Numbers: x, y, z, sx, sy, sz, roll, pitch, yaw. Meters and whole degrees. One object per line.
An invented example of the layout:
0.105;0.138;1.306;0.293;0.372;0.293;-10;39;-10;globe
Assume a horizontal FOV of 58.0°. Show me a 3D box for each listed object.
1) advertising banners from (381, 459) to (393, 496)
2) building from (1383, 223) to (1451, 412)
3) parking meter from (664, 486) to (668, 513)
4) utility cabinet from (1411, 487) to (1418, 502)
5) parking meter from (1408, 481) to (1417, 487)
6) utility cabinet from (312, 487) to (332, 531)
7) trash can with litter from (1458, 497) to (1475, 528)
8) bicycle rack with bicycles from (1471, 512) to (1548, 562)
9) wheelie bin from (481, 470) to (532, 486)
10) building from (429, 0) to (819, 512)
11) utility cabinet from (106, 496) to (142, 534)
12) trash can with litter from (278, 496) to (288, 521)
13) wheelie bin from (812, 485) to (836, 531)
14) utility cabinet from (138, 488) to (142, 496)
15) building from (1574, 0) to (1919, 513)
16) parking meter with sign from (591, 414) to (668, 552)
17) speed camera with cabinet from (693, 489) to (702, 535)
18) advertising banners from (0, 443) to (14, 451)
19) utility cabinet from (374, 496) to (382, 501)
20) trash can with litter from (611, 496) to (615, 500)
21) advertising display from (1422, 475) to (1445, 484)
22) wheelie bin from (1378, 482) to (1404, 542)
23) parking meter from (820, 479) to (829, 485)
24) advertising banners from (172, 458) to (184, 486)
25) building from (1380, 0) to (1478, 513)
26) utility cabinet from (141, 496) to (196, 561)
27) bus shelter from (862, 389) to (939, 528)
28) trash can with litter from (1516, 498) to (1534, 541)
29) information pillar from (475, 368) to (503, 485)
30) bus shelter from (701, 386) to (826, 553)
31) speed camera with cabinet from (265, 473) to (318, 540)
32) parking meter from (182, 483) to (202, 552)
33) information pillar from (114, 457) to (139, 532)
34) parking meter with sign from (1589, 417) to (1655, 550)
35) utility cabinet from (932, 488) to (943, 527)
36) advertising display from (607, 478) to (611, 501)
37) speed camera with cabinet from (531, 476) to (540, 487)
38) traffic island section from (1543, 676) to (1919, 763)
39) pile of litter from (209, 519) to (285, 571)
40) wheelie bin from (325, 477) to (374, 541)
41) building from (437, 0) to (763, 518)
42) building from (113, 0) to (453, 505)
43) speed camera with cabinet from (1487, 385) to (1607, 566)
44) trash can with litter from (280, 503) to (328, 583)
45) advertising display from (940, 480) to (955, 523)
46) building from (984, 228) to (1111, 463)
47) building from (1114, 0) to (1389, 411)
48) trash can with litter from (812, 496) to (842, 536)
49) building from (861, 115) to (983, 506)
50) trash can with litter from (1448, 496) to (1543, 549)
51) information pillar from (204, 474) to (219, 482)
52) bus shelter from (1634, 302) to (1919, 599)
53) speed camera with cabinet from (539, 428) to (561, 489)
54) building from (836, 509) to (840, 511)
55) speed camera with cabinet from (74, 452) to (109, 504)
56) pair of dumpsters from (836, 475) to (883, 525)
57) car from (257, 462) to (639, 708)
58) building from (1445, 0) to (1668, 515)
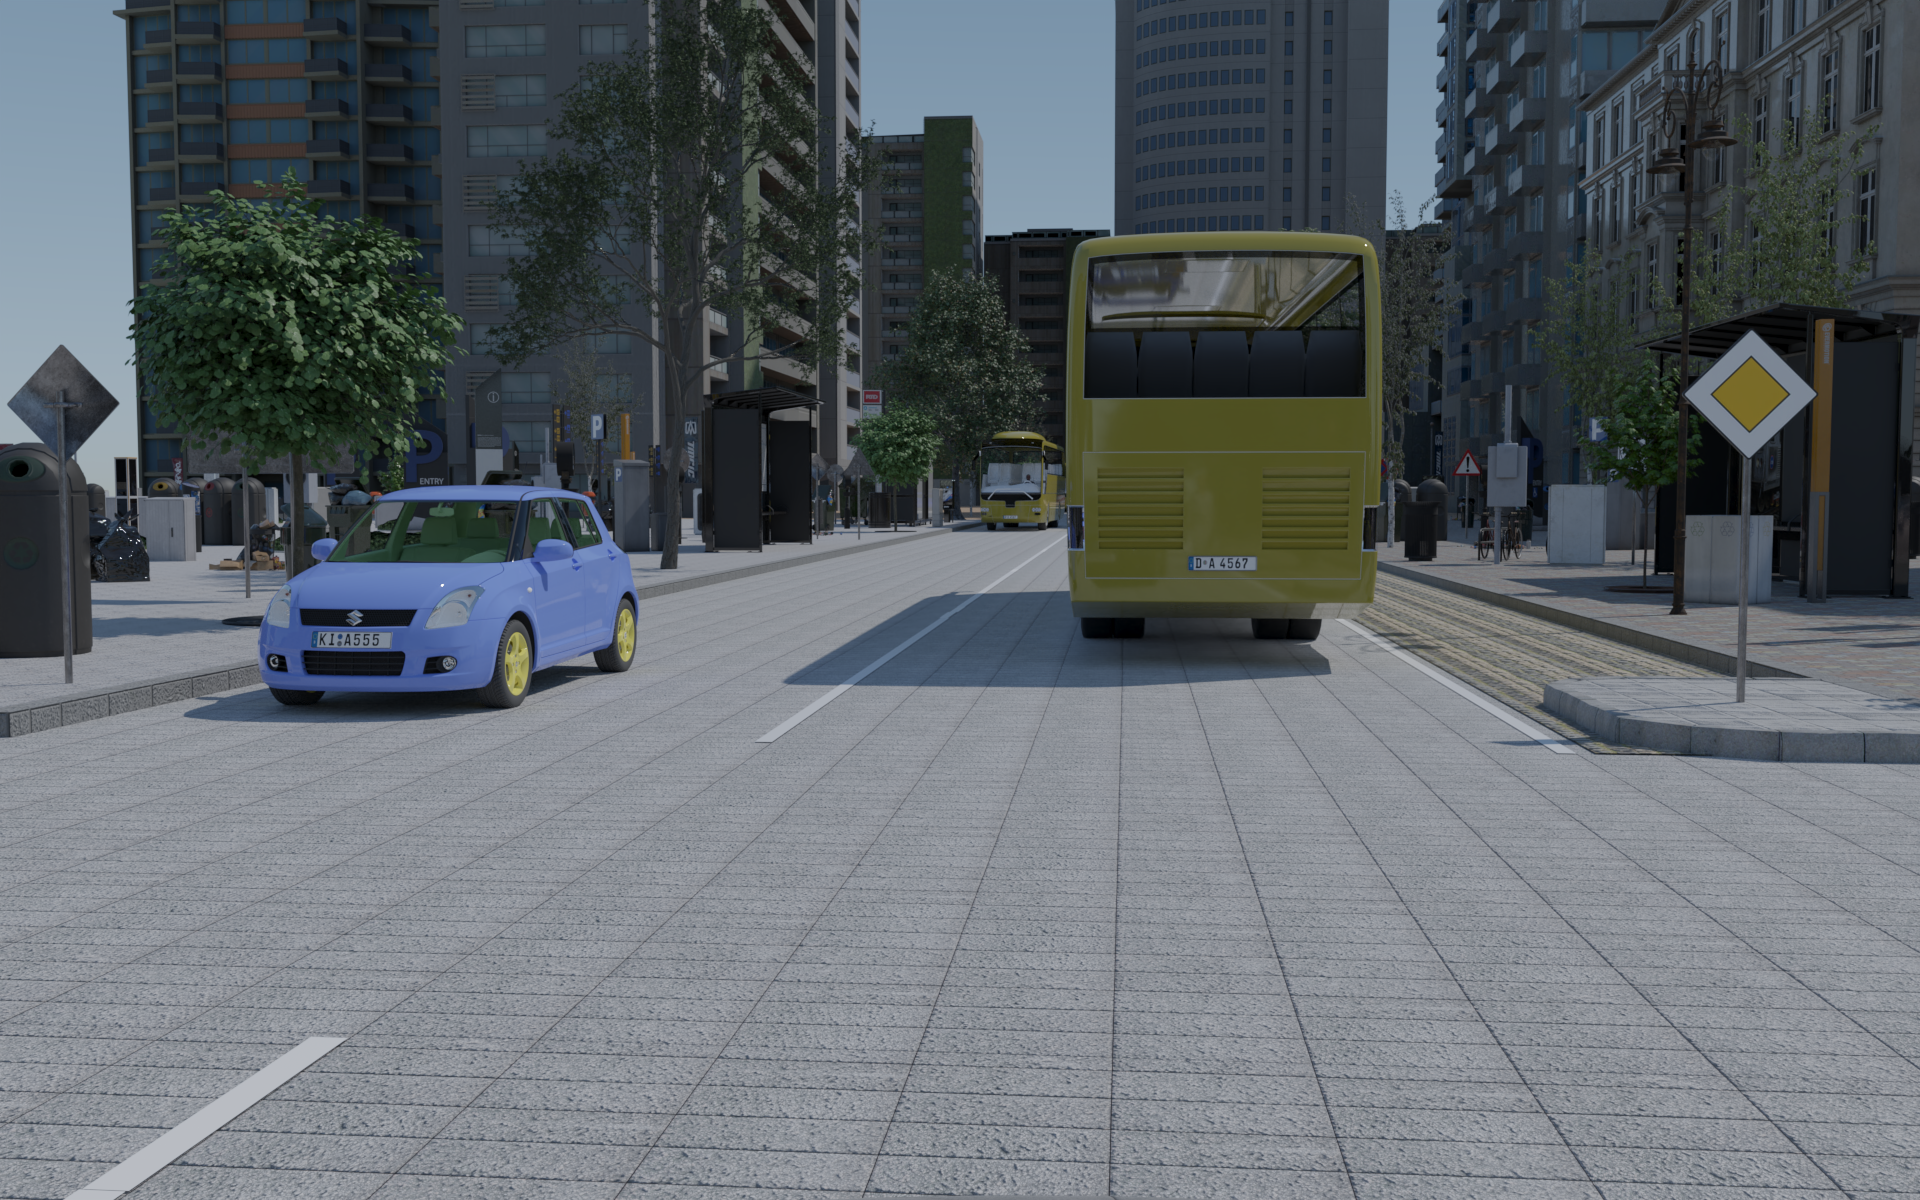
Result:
-28.705;-5.553;86.987;0.090;3.025;2.074;0;4;4;advertising banners
51.947;-25.434;187.547;14.107;30.474;14.160;0;4;5;building
-9.286;-2.883;55.555;0.372;1.533;0.369;0;3;0;parking meter
14.288;-2.811;54.634;1.173;1.500;0.318;-2;4;-26;utility cabinet
20.007;-4.343;76.716;0.399;1.863;0.255;1;4;23;parking meter
-20.264;-2.861;55.456;0.318;1.500;1.173;2;4;34;utility cabinet
19.233;-3.329;65.810;0.624;1.170;1.055;1;4;13;trash can with litter
11.048;-1.234;33.560;2.852;0.926;2.925;3;4;37;bicycle rack with bicycles
-6.076;-0.938;23.250;0.693;1.594;0.980;2;4;29;wheelie bin
-21.684;-29.954;113.448;21.300;48.544;21.600;0;4;5;building
-22.825;-2.222;47.490;1.020;1.237;0.306;-1;4;-18;utility cabinet
-32.900;-4.375;82.589;2.233;1.210;1.678;0;4;-5;trash can with litter
-4.764;-3.214;60.459;0.980;1.594;0.693;2;4;32;wheelie bin
-27.192;-2.955;56.994;0.318;1.500;1.173;-3;4;-38;utility cabinet
33.070;-15.032;64.863;14.460;24.649;34.723;0;4;5;building
-7.259;-2.579;38.433;1.738;3.016;0.543;-3;5;-41;parking meter with sign
-7.358;-3.687;54.620;2.038;3.252;0.660;0;4;3;speed camera with cabinet
-32.087;-3.886;59.727;2.074;3.025;0.090;0;4;1;advertising banners
-21.597;-3.326;65.542;1.020;1.237;0.306;-2;4;-31;utility cabinet
-17.123;-4.708;88.035;2.233;1.210;1.678;0;4;2;trash can with litter
15.960;-3.257;58.465;0.123;1.923;0.974;-2;4;-27;advertising display
11.400;-2.342;46.203;0.693;1.594;0.980;-2;4;-24;wheelie bin
-5.254;-3.748;66.994;0.399;1.863;0.255;0;4;-4;parking meter
-36.755;-5.321;83.184;2.074;3.025;0.090;0;4;-5;advertising banners
43.874;-49.831;127.406;22.319;86.520;31.000;0;4;5;building
-15.152;-1.350;33.238;1.020;1.237;0.306;2;4;24;utility cabinet
-2.406;-5.592;69.059;2.179;5.291;8.768;0;4;6;bus shelter
15.408;-2.208;47.487;0.624;1.170;1.055;1;4;19;trash can with litter
-8.686;-2.487;32.021;0.504;3.616;0.183;-1;4;-21;information pillar
-4.549;-3.040;40.988;1.731;3.624;6.357;0;4;6;bus shelter
-17.739;-3.087;44.808;2.038;3.252;0.660;0;4;3;speed camera with cabinet
-16.899;-1.816;38.099;0.372;1.533;0.369;0;3;0;parking meter
-16.608;-1.837;34.533;0.304;2.012;0.304;1;4;10;information pillar
15.238;-2.655;39.675;1.738;3.016;0.543;-2;4;-26;parking meter with sign
-0.867;-3.624;67.930;0.318;1.500;1.173;0;4;6;utility cabinet
-14.154;-3.955;69.877;0.123;1.923;0.974;-1;4;-11;advertising display
-21.460;-5.692;87.405;0.660;3.252;2.038;-2;4;-27;speed camera with cabinet
4.832;0.709;10.687;2.009;0.180;2.903;0;4;5;traffic island section
-11.981;-0.940;29.332;1.719;0.858;1.176;3;5;42;pile of litter
-11.460;-1.508;32.557;0.980;1.594;0.693;1;4;23;wheelie bin
-19.237;-25.175;95.201;14.154;41.232;14.086;0;4;5;building
-51.156;-29.818;142.146;28.867;44.769;22.147;0;4;5;building
10.670;-2.272;31.479;2.038;3.252;0.660;1;4;19;speed camera with cabinet
-8.568;-0.718;23.130;1.055;1.170;0.624;2;4;30;trash can with litter
-0.579;-4.438;77.775;0.123;1.923;0.974;-3;4;-37;advertising display
9.785;-25.658;191.216;14.107;30.474;14.160;0;4;5;building
31.080;-39.679;190.743;28.212;58.520;21.231;0;4;5;building
-4.513;-2.632;54.095;1.678;1.210;2.233;0;4;-5;trash can with litter
-4.818;-31.035;191.019;14.086;41.232;14.154;0;4;5;building
12.800;-1.842;41.169;1.678;1.210;2.233;-2;4;-25;trash can with litter
-25.808;-4.179;59.686;0.504;3.616;0.183;-1;4;-19;information pillar
11.192;-2.018;24.280;1.731;3.624;6.357;0;4;6;bus shelter
-11.937;-3.472;51.101;0.660;3.252;2.038;-1;4;-16;speed camera with cabinet
-22.501;-36.549;139.568;28.212;58.520;21.231;0;4;5;building
-35.323;-4.623;69.930;0.660;3.252;2.038;1;4;15;speed camera with cabinet
-4.187;-4.313;73.008;1.574;2.255;4.437;0;4;5;pair of dumpsters
-3.657;-0.195;12.782;1.945;1.707;3.694;0;4;7;car
41.465;-29.258;97.969;23.786;49.044;30.456;0;4;5;building
